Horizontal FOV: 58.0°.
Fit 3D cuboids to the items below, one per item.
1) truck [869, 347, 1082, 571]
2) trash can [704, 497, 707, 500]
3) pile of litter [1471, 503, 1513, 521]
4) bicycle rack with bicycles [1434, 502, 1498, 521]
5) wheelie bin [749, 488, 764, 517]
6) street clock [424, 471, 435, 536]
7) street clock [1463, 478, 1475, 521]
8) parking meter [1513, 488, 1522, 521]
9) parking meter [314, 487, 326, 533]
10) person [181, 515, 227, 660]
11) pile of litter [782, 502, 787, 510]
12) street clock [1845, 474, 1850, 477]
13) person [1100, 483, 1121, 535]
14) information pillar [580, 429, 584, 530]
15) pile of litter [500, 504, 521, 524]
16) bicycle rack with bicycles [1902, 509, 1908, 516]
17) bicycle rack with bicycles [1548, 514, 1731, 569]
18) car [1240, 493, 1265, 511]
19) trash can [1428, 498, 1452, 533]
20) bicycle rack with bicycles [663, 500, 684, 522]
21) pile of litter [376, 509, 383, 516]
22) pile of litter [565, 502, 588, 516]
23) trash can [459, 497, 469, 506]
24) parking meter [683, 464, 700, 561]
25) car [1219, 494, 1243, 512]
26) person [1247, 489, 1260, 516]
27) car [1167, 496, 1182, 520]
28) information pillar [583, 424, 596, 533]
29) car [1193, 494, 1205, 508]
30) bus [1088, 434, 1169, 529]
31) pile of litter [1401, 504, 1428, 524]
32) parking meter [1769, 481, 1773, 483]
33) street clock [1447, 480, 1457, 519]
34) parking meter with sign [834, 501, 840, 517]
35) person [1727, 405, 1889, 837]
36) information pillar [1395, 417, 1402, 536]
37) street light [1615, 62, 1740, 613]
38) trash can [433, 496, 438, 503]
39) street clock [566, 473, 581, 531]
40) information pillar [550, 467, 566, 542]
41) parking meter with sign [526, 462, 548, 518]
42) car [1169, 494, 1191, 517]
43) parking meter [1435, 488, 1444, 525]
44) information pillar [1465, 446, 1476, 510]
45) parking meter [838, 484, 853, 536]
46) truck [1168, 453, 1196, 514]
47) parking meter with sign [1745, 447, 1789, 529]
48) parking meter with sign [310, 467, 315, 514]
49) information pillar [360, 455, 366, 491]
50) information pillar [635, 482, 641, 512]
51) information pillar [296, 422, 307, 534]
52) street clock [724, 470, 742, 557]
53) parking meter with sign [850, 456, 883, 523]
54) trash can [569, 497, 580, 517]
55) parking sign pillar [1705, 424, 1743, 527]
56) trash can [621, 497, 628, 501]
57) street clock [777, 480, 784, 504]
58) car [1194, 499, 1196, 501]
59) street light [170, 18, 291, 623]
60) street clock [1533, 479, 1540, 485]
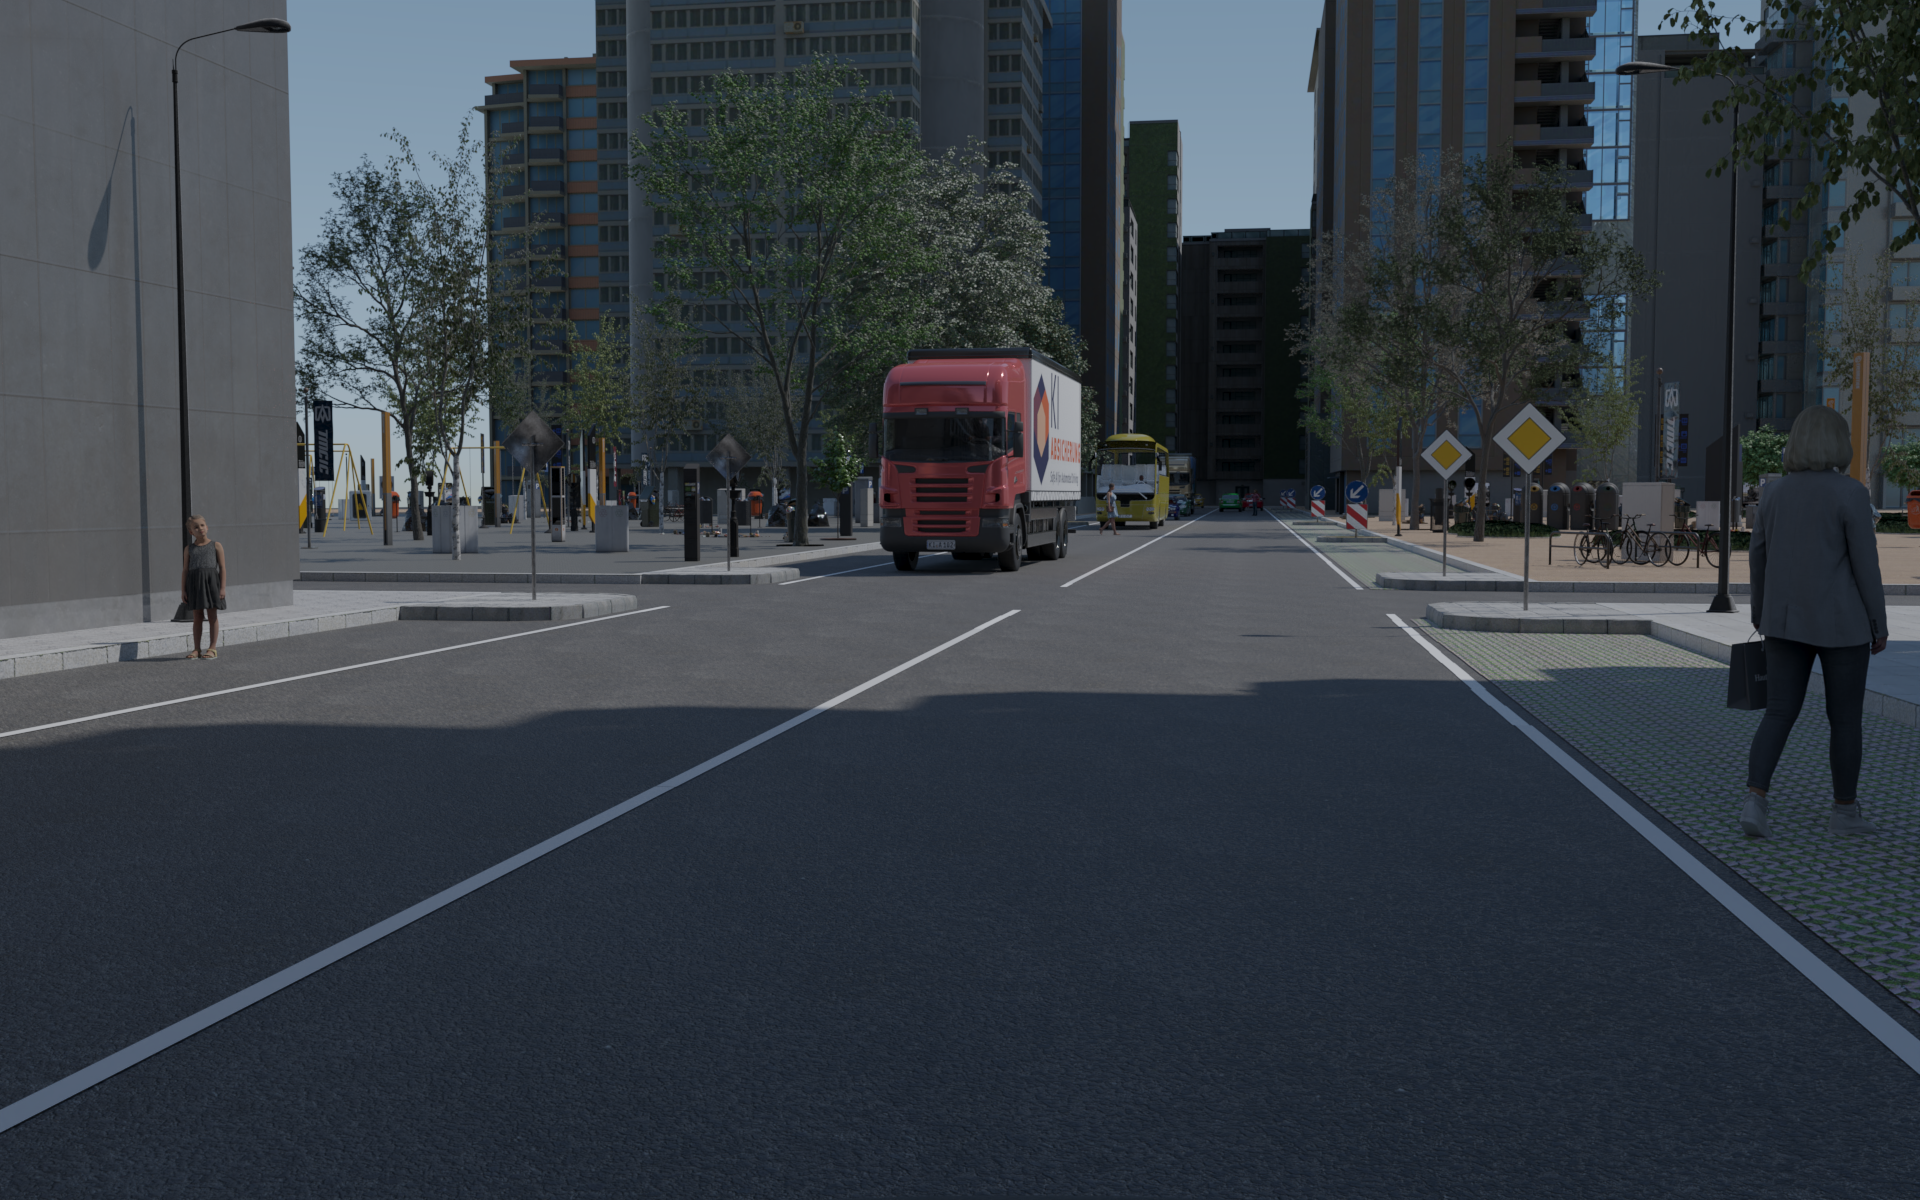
[{"bbox_3d":[0.601,-2.855,35.597,2.839,4.237,11.283,1,4,11],"label":"truck"},{"bbox_3d":[-14.028,-5.020,93.729,0.748,1.137,0.748,0,3,0],"label":"trash can"},{"bbox_3d":[25.347,-4.148,81.792,1.176,0.858,1.719,-3,5,-45],"label":"pile of litter"},{"bbox_3d":[21.864,-3.735,74.450,2.852,0.926,2.925,0,4,2],"label":"bicycle rack with bicycles"},{"bbox_3d":[-11.551,-5.500,97.830,0.980,1.594,0.693,1,4,12],"label":"wheelie bin"},{"bbox_3d":[-16.361,-2.989,53.444,0.358,2.002,0.471,-1,4,-12],"label":"street clock"},{"bbox_3d":[22.309,-4.362,75.888,0.471,2.002,0.358,0,4,3],"label":"street clock"},{"bbox_3d":[23.332,-3.916,72.443,0.372,1.533,0.369,0,3,0],"label":"parking meter"},{"bbox_3d":[-21.403,-3.028,57.912,0.372,1.533,0.369,0,3,0],"label":"parking meter"},{"bbox_3d":[-6.572,-0.115,15.055,0.362,1.253,0.373,0,4,-4],"label":"person"},{"bbox_3d":[-9.580,-4.830,92.941,1.176,0.858,1.719,3,4,38],"label":"pile of litter"},{"bbox_3d":[31.566,-3.479,61.459,0.471,2.002,0.358,-2,4,-33],"label":"street clock"},{"bbox_3d":[5.208,-3.158,60.232,0.778,1.811,0.616,2,4,23],"label":"person"},{"bbox_3d":[-13.624,-4.357,62.587,0.183,3.616,0.504,-1,4,-22],"label":"information pillar"},{"bbox_3d":[-19.997,-3.764,75.512,1.719,0.858,1.176,-1,4,-15],"label":"pile of litter"},{"bbox_3d":[42.790,-3.817,75.795,2.925,0.926,2.852,-2,4,-35],"label":"bicycle rack with bicycles"},{"bbox_3d":[11.827,-1.068,30.844,2.852,0.926,2.925,-1,4,-12],"label":"bicycle rack with bicycles"},{"bbox_3d":[25.056,-8.515,148.262,2.155,1.783,4.494,1,4,10],"label":"car"},{"bbox_3d":[15.904,-2.799,57.423,0.748,1.137,0.748,0,3,0],"label":"trash can"},{"bbox_3d":[-12.892,-4.126,80.838,2.925,0.926,2.852,-3,5,-40],"label":"bicycle rack with bicycles"},{"bbox_3d":[-33.526,-5.308,100.754,1.176,0.858,1.719,-3,5,-44],"label":"pile of litter"},{"bbox_3d":[-22.753,-5.393,102.134,1.719,0.858,1.176,0,4,-5],"label":"pile of litter"},{"bbox_3d":[-25.135,-4.640,87.515,0.748,1.137,0.748,0,3,0],"label":"trash can"},{"bbox_3d":[-5.118,-1.673,33.058,0.255,1.863,0.399,0,4,1],"label":"parking meter"},{"bbox_3d":[21.801,-7.985,139.350,1.959,1.807,4.718,1,4,11],"label":"car"},{"bbox_3d":[19.480,-6.451,114.701,0.721,1.743,1.217,-2,4,-31],"label":"person"},{"bbox_3d":[11.255,-5.078,95.604,1.945,1.354,3.894,1,4,8],"label":"car"},{"bbox_3d":[-12.201,-4.042,57.445,0.183,3.616,0.504,1,4,13],"label":"information pillar"},{"bbox_3d":[23.943,-10.153,176.225,2.015,1.641,3.980,1,4,10],"label":"car"},{"bbox_3d":[7.460,-5.059,74.260,2.896,3.916,12.252,1,4,9],"label":"bus"},{"bbox_3d":[19.591,-3.714,74.684,1.176,0.858,1.719,1,4,19],"label":"pile of litter"},{"bbox_3d":[15.862,-1.539,33.577,0.372,1.533,0.369,0,3,0],"label":"parking meter"},{"bbox_3d":[25.289,-5.174,89.159,0.471,2.002,0.358,-1,4,-17],"label":"street clock"},{"bbox_3d":[-6.351,-6.298,99.235,1.738,3.016,0.543,-2,4,-24],"label":"parking meter with sign"},{"bbox_3d":[3.504,0.086,7.272,0.728,1.800,0.709,-2,4,-30],"label":"person"},{"bbox_3d":[13.287,-3.735,52.417,0.183,3.616,0.504,1,4,22],"label":"information pillar"},{"bbox_3d":[7.750,-2.824,18.720,1.470,5.913,1.316,1,4,9],"label":"street light"},{"bbox_3d":[-32.542,-5.890,107.953,0.748,1.137,0.748,0,3,0],"label":"trash can"},{"bbox_3d":[-13.358,-3.387,59.948,0.471,2.002,0.358,2,4,29],"label":"street clock"},{"bbox_3d":[-10.751,-2.558,46.319,0.304,2.012,0.304,0,4,5],"label":"information pillar"},{"bbox_3d":[-23.091,-5.968,93.842,1.738,3.016,0.543,3,4,36],"label":"parking meter with sign"},{"bbox_3d":[13.750,-6.050,110.722,2.131,1.459,4.920,1,4,11],"label":"car"},{"bbox_3d":[19.868,-3.873,71.729,0.372,1.533,0.369,0,3,0],"label":"parking meter"},{"bbox_3d":[24.764,-5.676,84.161,0.504,3.616,0.183,0,4,2],"label":"information pillar"},{"bbox_3d":[-3.490,-2.880,52.795,0.399,1.863,0.255,0,4,8],"label":"parking meter"},{"bbox_3d":[15.137,-8.109,121.501,2.839,4.237,11.283,1,4,10],"label":"truck"},{"bbox_3d":[30.007,-4.157,64.227,1.738,3.016,0.543,-1,4,-18],"label":"parking meter with sign"},{"bbox_3d":[-41.646,-6.952,109.930,1.738,3.016,0.543,2,4,32],"label":"parking meter with sign"},{"bbox_3d":[-35.582,-6.845,103.262,0.183,3.616,0.504,1,4,9],"label":"information pillar"},{"bbox_3d":[-18.976,-5.969,102.085,0.304,2.012,0.304,1,4,11],"label":"information pillar"},{"bbox_3d":[-21.375,-3.964,56.174,0.183,3.616,0.504,0,4,6],"label":"information pillar"},{"bbox_3d":[-4.613,-1.876,35.238,0.358,2.002,0.471,0,4,6],"label":"street clock"},{"bbox_3d":[-4.251,-4.900,76.373,1.738,3.016,0.543,2,4,24],"label":"parking meter with sign"},{"bbox_3d":[-21.889,-5.297,98.263,0.748,1.137,0.748,0,3,0],"label":"trash can"},{"bbox_3d":[29.817,-4.840,67.612,1.447,3.967,1.447,-3,4,-37],"label":"parking sign pillar"},{"bbox_3d":[-19.932,-5.561,102.582,0.748,1.137,0.748,0,3,0],"label":"trash can"},{"bbox_3d":[-9.365,-5.191,89.442,0.471,2.002,0.358,2,4,27],"label":"street clock"},{"bbox_3d":[17.605,-7.630,137.113,2.083,1.381,4.827,1,4,9],"label":"car"},{"bbox_3d":[-7.222,-2.729,17.163,1.470,5.913,1.316,1,4,9],"label":"street light"},{"bbox_3d":[26.985,-4.681,81.106,0.358,2.002,0.471,2,4,30],"label":"street clock"}]
